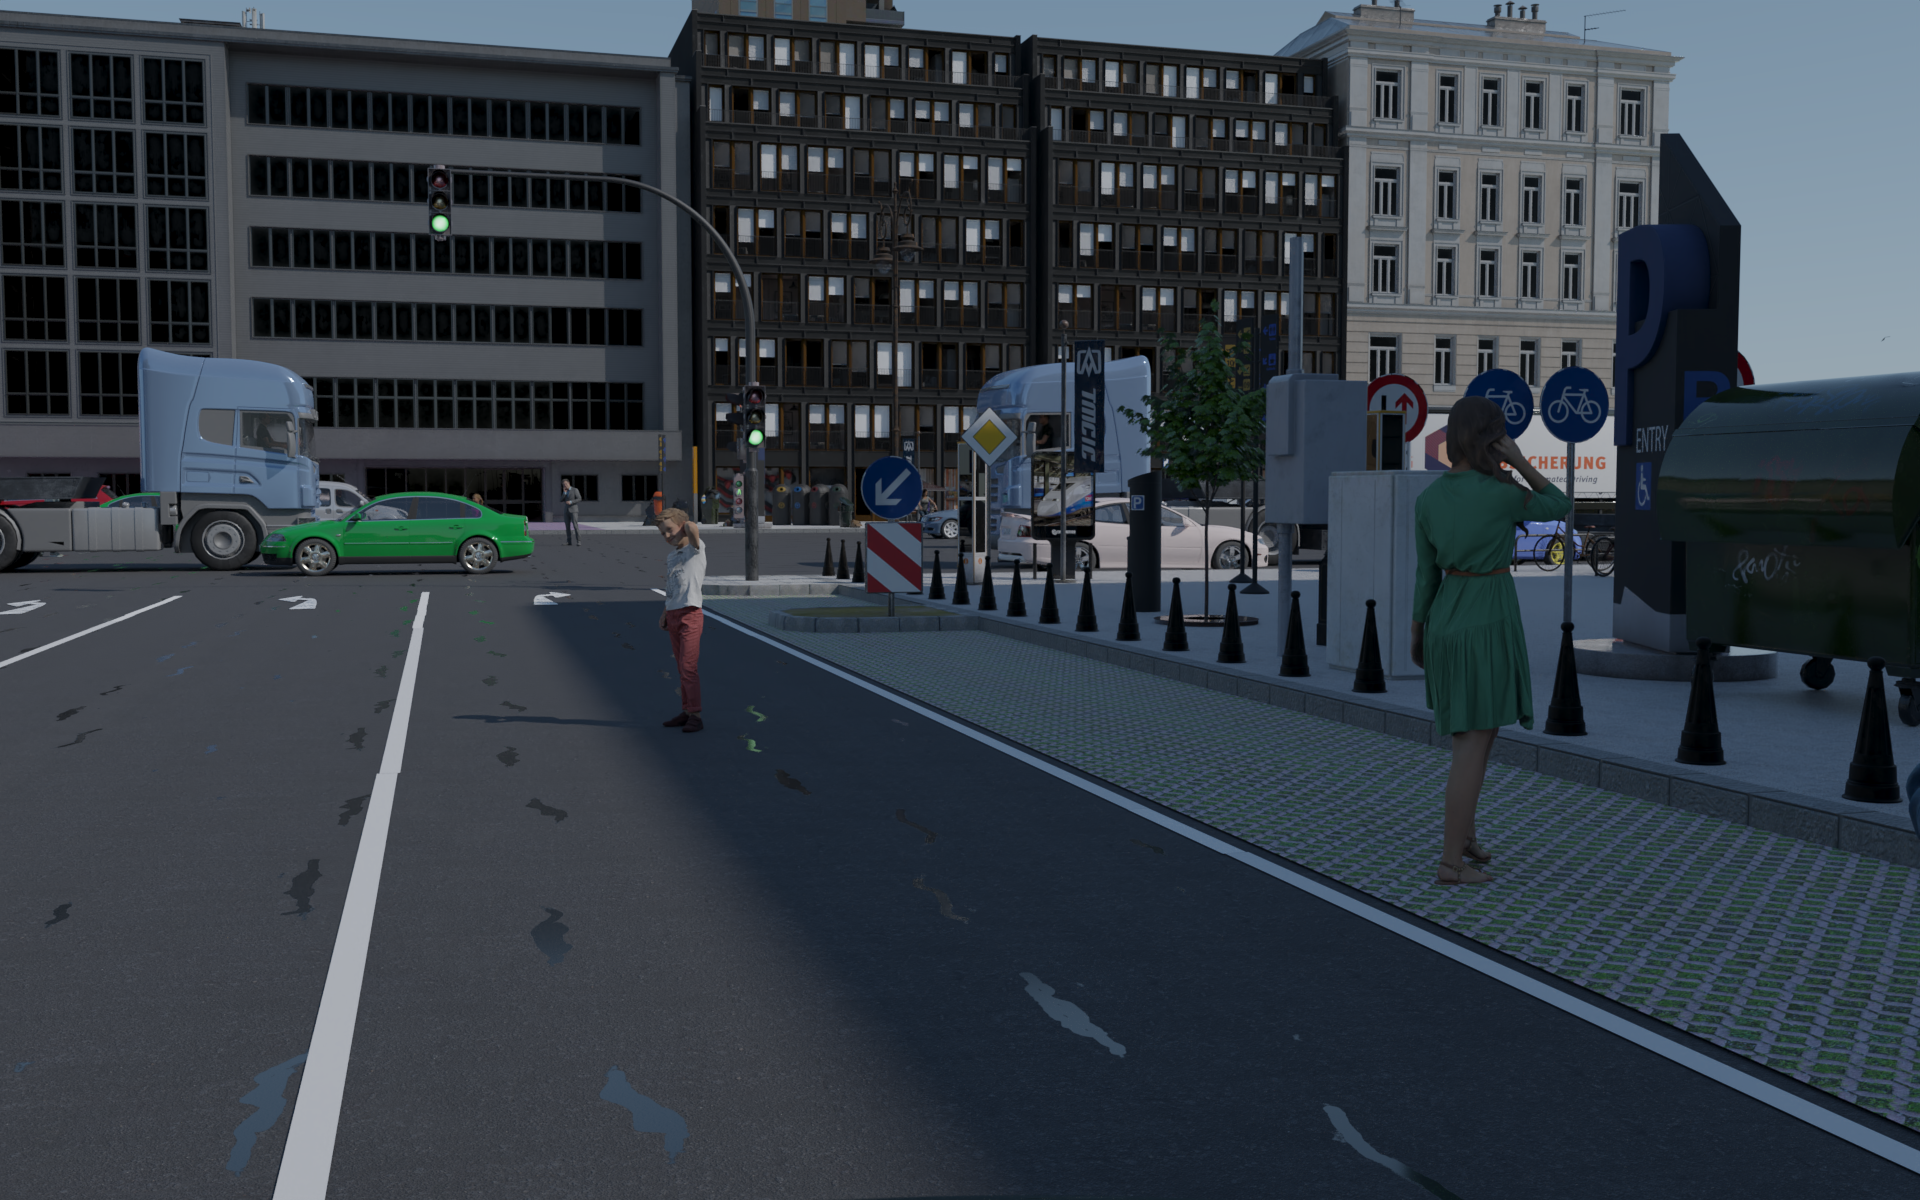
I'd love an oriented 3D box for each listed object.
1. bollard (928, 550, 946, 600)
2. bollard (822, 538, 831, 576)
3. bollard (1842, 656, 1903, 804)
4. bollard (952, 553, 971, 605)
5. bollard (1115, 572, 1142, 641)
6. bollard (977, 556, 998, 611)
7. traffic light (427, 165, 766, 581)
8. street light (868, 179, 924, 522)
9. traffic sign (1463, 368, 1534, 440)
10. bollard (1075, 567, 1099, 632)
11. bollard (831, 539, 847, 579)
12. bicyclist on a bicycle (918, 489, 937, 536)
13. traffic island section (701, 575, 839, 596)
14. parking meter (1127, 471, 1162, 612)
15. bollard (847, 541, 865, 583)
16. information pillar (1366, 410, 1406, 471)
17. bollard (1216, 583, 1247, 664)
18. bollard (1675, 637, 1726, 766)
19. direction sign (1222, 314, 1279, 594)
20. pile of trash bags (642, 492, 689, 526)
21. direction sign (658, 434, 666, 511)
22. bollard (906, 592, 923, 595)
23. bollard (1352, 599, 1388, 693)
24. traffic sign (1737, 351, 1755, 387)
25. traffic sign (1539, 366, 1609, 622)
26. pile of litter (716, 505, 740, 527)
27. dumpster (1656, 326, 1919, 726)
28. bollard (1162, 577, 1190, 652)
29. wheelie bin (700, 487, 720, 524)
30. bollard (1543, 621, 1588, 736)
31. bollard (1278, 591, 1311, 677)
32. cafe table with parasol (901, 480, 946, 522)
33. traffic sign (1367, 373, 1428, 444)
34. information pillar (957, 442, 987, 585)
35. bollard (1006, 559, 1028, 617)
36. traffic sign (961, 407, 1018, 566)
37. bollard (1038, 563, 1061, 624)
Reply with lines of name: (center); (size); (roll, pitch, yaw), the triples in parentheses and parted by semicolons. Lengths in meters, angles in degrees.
bollard: (-0.281, -0.311, 21.128); (0.229, 0.601, 0.229); (0, 3, 0)
bollard: (-2.055, -0.676, 27.095); (0.229, 0.601, 0.229); (0, 3, 0)
bollard: (3.837, 0.537, 7.267); (0.229, 0.601, 0.229); (0, 3, 0)
bollard: (0.013, -0.251, 20.138); (0.229, 0.601, 0.229); (0, 3, 0)
bollard: (1.480, 0.052, 15.191); (0.229, 0.601, 0.229); (0, 3, 0)
bollard: (0.306, -0.190, 19.154); (0.229, 0.601, 0.229); (0, 3, 0)
traffic light: (-5.093, -3.068, 24.828); (4.771, 5.953, 1.251); (-1, 4, -16)
street light: (-0.962, -3.244, 25.819); (0.468, 5.910, 1.993); (-1, 4, -16)
traffic sign: (5.453, -1.074, 17.668); (0.768, 2.556, 0.104); (0, 4, -7)
bollard: (1.187, -0.009, 16.192); (0.229, 0.601, 0.229); (0, 3, 0)
bollard: (-1.762, -0.616, 26.110); (0.229, 0.601, 0.229); (0, 3, 0)
bicyclist on a bicycle: (-1.196, -3.067, 60.169); (1.499, 1.676, 1.625); (-1, 4, -18)
traffic island section: (-3.072, -0.208, 25.685); (2.009, 0.180, 2.903); (-1, 4, -16)
parking meter: (2.013, -0.643, 18.921); (0.372, 1.533, 0.369); (0, 3, 0)
bollard: (-1.464, -0.555, 25.111); (0.229, 0.601, 0.229); (0, 3, 0)
information pillar: (3.732, -0.667, 15.394); (0.304, 2.012, 0.304); (-2, 4, -27)
bollard: (2.072, 0.174, 13.201); (0.229, 0.601, 0.229); (0, 3, 0)
bollard: (3.542, 0.476, 8.267); (0.229, 0.601, 0.229); (0, 3, 0)
direction sign: (3.799, -1.849, 22.223); (0.379, 3.537, 0.876); (-2, 4, -26)
pile of trash bags: (-11.885, -3.663, 69.648); (1.912, 1.369, 3.447); (0, 4, -2)
direction sign: (-11.326, -4.522, 65.926); (0.379, 3.537, 0.876); (0, 4, 6)
bollard: (-0.577, -0.372, 22.129); (0.229, 0.601, 0.229); (0, 3, 0)
bollard: (2.661, 0.294, 11.234); (0.229, 0.601, 0.229); (0, 3, 0)
traffic sign: (6.344, -0.891, 14.675); (0.768, 2.556, 0.104); (-1, 4, -12)
traffic sign: (6.115, -1.055, 17.358); (0.768, 2.556, 0.104); (-1, 4, -13)
pile of litter: (-8.799, -3.304, 67.987); (1.719, 0.858, 1.176); (2, 4, 27)
dumpster: (5.430, -0.482, 10.369); (1.502, 2.255, 1.985); (-1, 4, -17)
bollard: (1.773, 0.113, 14.201); (0.229, 0.601, 0.229); (0, 3, 0)
wheelie bin: (-10.560, -4.005, 73.393); (0.693, 1.594, 0.980); (1, 4, 21)
bollard: (3.243, 0.415, 9.262); (0.229, 0.601, 0.229); (0, 3, 0)
bollard: (2.364, 0.234, 12.217); (0.229, 0.601, 0.229); (0, 3, 0)
cafe table with parasol: (-1.939, -4.493, 78.320); (2.610, 1.966, 2.610); (0, 4, 6)
traffic sign: (4.574, -1.118, 18.383); (0.768, 2.556, 0.104); (-1, 4, -8)
information pillar: (0.170, -1.221, 24.455); (0.304, 2.012, 0.304); (3, 4, 38)
bollard: (0.596, -0.130, 18.168); (0.229, 0.601, 0.229); (0, 3, 0)
traffic sign: (0.382, -1.337, 23.040); (0.795, 2.450, 0.064); (-1, 4, -16)
bollard: (0.890, -0.070, 17.184); (0.229, 0.601, 0.229); (0, 3, 0)
